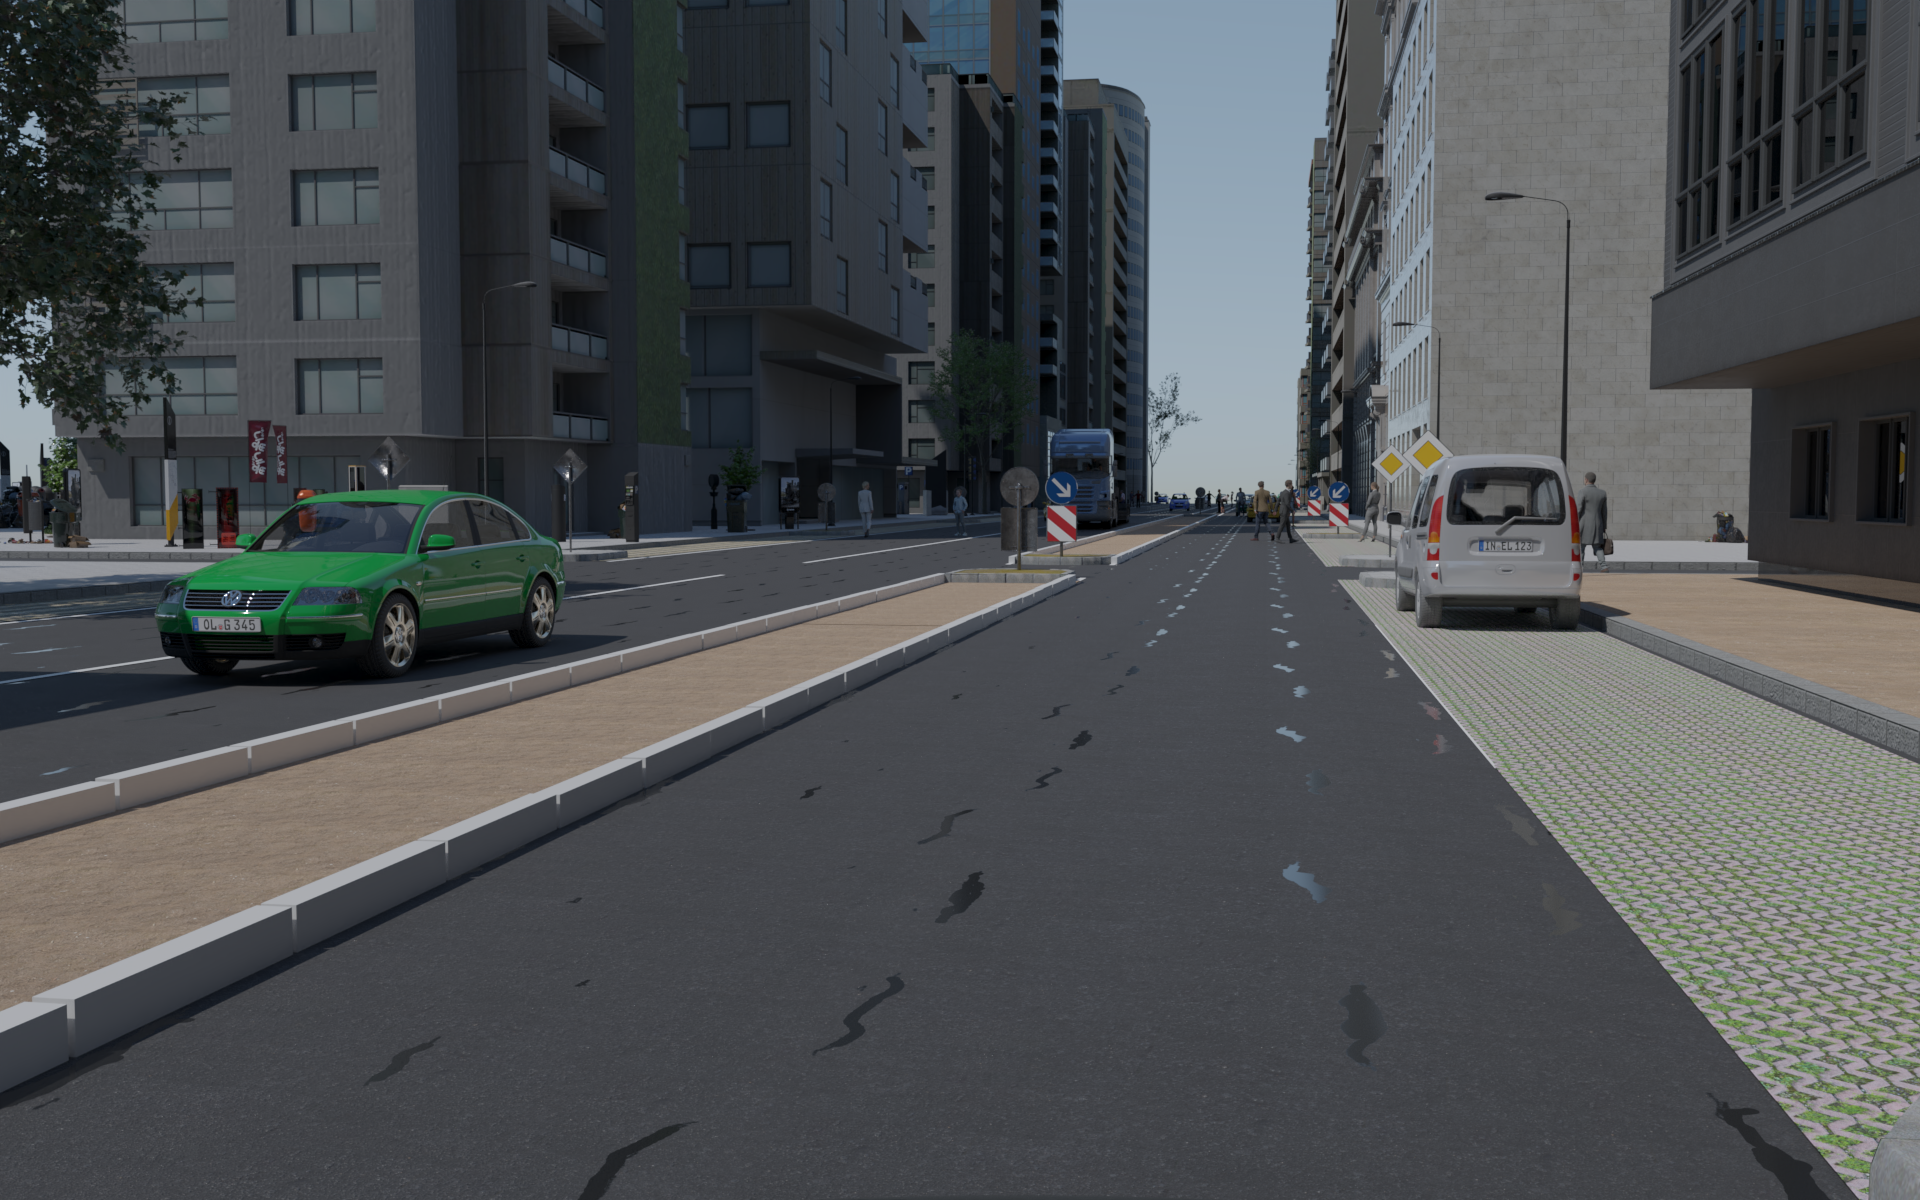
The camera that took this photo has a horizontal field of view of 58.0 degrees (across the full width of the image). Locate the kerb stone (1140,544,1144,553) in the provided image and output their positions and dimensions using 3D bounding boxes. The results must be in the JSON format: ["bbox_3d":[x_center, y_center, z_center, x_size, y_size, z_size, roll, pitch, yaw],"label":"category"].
[{"bbox_3d":[4.295,-1.203,41.866,0.120,0.150,1.000,1,4,10],"label":"kerb stone"}]

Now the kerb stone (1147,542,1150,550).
[{"bbox_3d":[4.660,-1.326,43.889,0.120,0.150,1.000,1,4,10],"label":"kerb stone"}]

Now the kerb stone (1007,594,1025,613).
[{"bbox_3d":[0.633,0.068,21.090,0.120,0.150,1.000,1,4,10],"label":"kerb stone"}]

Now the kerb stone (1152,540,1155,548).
[{"bbox_3d":[5.006,-1.450,45.903,0.120,0.150,1.000,1,4,10],"label":"kerb stone"}]

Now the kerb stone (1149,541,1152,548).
[{"bbox_3d":[4.832,-1.388,44.897,0.120,0.150,1.000,1,4,10],"label":"kerb stone"}]

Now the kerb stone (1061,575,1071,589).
[{"bbox_3d":[1.522,-0.241,26.142,0.120,0.150,1.000,1,4,10],"label":"kerb stone"}]

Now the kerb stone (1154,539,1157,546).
[{"bbox_3d":[5.187,-1.509,46.911,0.120,0.150,1.000,1,4,10],"label":"kerb stone"}]

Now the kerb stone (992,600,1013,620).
[{"bbox_3d":[0.456,0.130,20.069,0.120,0.150,1.000,1,4,10],"label":"kerb stone"}]

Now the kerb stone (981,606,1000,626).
[{"bbox_3d":[0.272,0.198,19.057,0.120,0.150,1.000,1,4,10],"label":"kerb stone"}]

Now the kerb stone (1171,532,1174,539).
[{"bbox_3d":[6.611,-2.003,54.978,0.120,0.150,1.000,1,4,10],"label":"kerb stone"}]

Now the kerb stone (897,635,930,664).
[{"bbox_3d":[-0.433,0.439,15.011,0.120,0.150,1.000,1,4,10],"label":"kerb stone"}]

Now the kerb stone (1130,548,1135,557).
[{"bbox_3d":[3.762,-1.012,38.847,0.120,0.150,1.000,1,4,10],"label":"kerb stone"}]

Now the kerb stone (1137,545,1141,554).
[{"bbox_3d":[4.120,-1.141,40.859,0.120,0.150,1.000,1,4,10],"label":"kerb stone"}]

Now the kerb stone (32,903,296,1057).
[{"bbox_3d":[-2.220,1.058,4.902,0.120,0.150,1.000,1,4,10],"label":"kerb stone"}]

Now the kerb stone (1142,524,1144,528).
[{"bbox_3d":[7.384,-3.014,71.482,0.120,0.150,1.000,1,4,10],"label":"kerb stone"}]

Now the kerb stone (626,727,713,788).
[{"bbox_3d":[-1.502,0.811,8.929,0.120,0.150,1.000,1,4,10],"label":"kerb stone"}]

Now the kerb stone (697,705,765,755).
[{"bbox_3d":[-1.334,0.755,9.951,0.120,0.150,1.000,1,4,10],"label":"kerb stone"}]

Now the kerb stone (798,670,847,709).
[{"bbox_3d":[-0.976,0.625,11.972,0.120,0.150,1.000,1,4,10],"label":"kerb stone"}]

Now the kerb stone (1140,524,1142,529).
[{"bbox_3d":[7.216,-2.953,70.473,0.120,0.150,1.000,1,4,10],"label":"kerb stone"}]

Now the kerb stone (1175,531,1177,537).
[{"bbox_3d":[6.963,-2.128,56.993,0.120,0.150,1.000,1,4,10],"label":"kerb stone"}]

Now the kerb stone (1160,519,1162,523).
[{"bbox_3d":[9.522,-3.752,83.587,0.120,0.150,1.000,1,4,10],"label":"kerb stone"}]

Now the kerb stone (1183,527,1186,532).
[{"bbox_3d":[8.036,-2.498,63.042,0.120,0.150,1.000,1,4,10],"label":"kerb stone"}]

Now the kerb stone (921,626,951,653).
[{"bbox_3d":[-0.258,0.378,16.018,0.120,0.150,1.000,1,4,10],"label":"kerb stone"}]

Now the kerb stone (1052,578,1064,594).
[{"bbox_3d":[1.349,-0.176,25.132,0.120,0.150,1.000,1,4,10],"label":"kerb stone"}]

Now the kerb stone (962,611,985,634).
[{"bbox_3d":[0.094,0.254,18.047,0.120,0.150,1.000,1,4,10],"label":"kerb stone"}]

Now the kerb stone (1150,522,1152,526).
[{"bbox_3d":[8.272,-3.323,76.538,0.120,0.150,1.000,1,4,10],"label":"kerb stone"}]

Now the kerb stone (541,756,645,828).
[{"bbox_3d":[-1.687,0.878,7.924,0.120,0.150,1.000,1,4,10],"label":"kerb stone"}]

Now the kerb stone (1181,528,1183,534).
[{"bbox_3d":[7.678,-2.375,61.023,0.120,0.150,1.000,1,4,10],"label":"kerb stone"}]

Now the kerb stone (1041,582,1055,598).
[{"bbox_3d":[1.165,-0.118,24.126,0.120,0.150,1.000,1,4,10],"label":"kerb stone"}]

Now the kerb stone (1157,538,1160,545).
[{"bbox_3d":[5.365,-1.572,47.918,0.120,0.150,1.000,1,4,10],"label":"kerb stone"}]

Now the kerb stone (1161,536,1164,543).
[{"bbox_3d":[5.725,-1.696,49.929,0.120,0.150,1.000,1,4,10],"label":"kerb stone"}]

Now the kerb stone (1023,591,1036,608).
[{"bbox_3d":[0.813,0.014,22.112,0.120,0.150,1.000,1,4,10],"label":"kerb stone"}]

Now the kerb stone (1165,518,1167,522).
[{"bbox_3d":[10.231,-4.001,87.613,0.120,0.150,1.000,1,4,10],"label":"kerb stone"}]

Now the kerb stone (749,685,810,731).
[{"bbox_3d":[-1.151,0.687,10.965,0.120,0.150,1.000,1,4,10],"label":"kerb stone"}]

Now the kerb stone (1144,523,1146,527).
[{"bbox_3d":[7.565,-3.076,72.487,0.120,0.150,1.000,1,4,10],"label":"kerb stone"}]

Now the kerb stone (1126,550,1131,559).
[{"bbox_3d":[3.581,-0.957,37.835,0.120,0.150,1.000,1,4,10],"label":"kerb stone"}]

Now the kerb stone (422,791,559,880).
[{"bbox_3d":[-1.869,0.934,6.918,0.120,0.150,1.000,1,4,10],"label":"kerb stone"}]

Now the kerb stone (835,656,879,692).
[{"bbox_3d":[-0.794,0.563,12.992,0.120,0.150,1.000,1,4,10],"label":"kerb stone"}]

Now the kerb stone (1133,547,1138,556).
[{"bbox_3d":[3.946,-1.080,39.852,0.120,0.150,1.000,1,4,10],"label":"kerb stone"}]

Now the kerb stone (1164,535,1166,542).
[{"bbox_3d":[5.901,-1.758,50.936,0.120,0.150,1.000,1,4,10],"label":"kerb stone"}]

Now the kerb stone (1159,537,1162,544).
[{"bbox_3d":[5.540,-1.635,48.924,0.120,0.150,1.000,1,4,10],"label":"kerb stone"}]

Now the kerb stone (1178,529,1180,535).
[{"bbox_3d":[7.317,-2.251,59.006,0.120,0.150,1.000,1,4,10],"label":"kerb stone"}]

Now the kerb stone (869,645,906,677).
[{"bbox_3d":[-0.619,0.501,14.006,0.120,0.150,1.000,1,4,10],"label":"kerb stone"}]

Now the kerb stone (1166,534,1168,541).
[{"bbox_3d":[6.071,-1.819,51.944,0.120,0.150,1.000,1,4,10],"label":"kerb stone"}]

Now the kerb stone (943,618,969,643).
[{"bbox_3d":[-0.079,0.316,17.039,0.120,0.150,1.000,1,4,10],"label":"kerb stone"}]

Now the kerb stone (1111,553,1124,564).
[{"bbox_3d":[3.228,-0.828,35.799,0.120,0.150,1.000,1,4,10],"label":"kerb stone"}]

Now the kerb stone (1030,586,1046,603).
[{"bbox_3d":[0.996,-0.052,23.118,0.120,0.150,1.000,1,4,10],"label":"kerb stone"}]

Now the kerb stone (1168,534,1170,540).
[{"bbox_3d":[6.254,-1.881,52.954,0.120,0.150,1.000,1,4,10],"label":"kerb stone"}]

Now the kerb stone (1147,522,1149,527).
[{"bbox_3d":[7.924,-3.200,74.507,0.120,0.150,1.000,1,4,10],"label":"kerb stone"}]

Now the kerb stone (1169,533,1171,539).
[{"bbox_3d":[6.424,-1.944,53.972,0.120,0.150,1.000,1,4,10],"label":"kerb stone"}]

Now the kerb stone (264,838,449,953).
[{"bbox_3d":[-2.044,0.996,5.909,0.120,0.150,1.000,1,4,10],"label":"kerb stone"}]

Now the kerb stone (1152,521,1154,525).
[{"bbox_3d":[8.459,-3.384,77.545,0.120,0.150,1.000,1,4,10],"label":"kerb stone"}]

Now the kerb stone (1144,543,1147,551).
[{"bbox_3d":[4.477,-1.265,42.875,0.120,0.150,1.000,1,4,10],"label":"kerb stone"}]

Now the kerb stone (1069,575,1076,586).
[{"bbox_3d":[1.703,-0.300,27.148,0.120,0.150,1.000,1,4,10],"label":"kerb stone"}]

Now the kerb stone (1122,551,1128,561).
[{"bbox_3d":[3.409,-0.893,36.811,0.120,0.150,1.000,1,4,10],"label":"kerb stone"}]

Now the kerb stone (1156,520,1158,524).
[{"bbox_3d":[8.982,-3.570,80.567,0.120,0.150,1.000,1,4,10],"label":"kerb stone"}]

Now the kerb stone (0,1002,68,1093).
[{"bbox_3d":[-2.401,1.125,3.896,0.120,0.150,1.000,1,4,10],"label":"kerb stone"}]

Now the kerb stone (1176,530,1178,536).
[{"bbox_3d":[7.137,-2.188,58.000,0.120,0.150,1.000,1,4,10],"label":"kerb stone"}]
